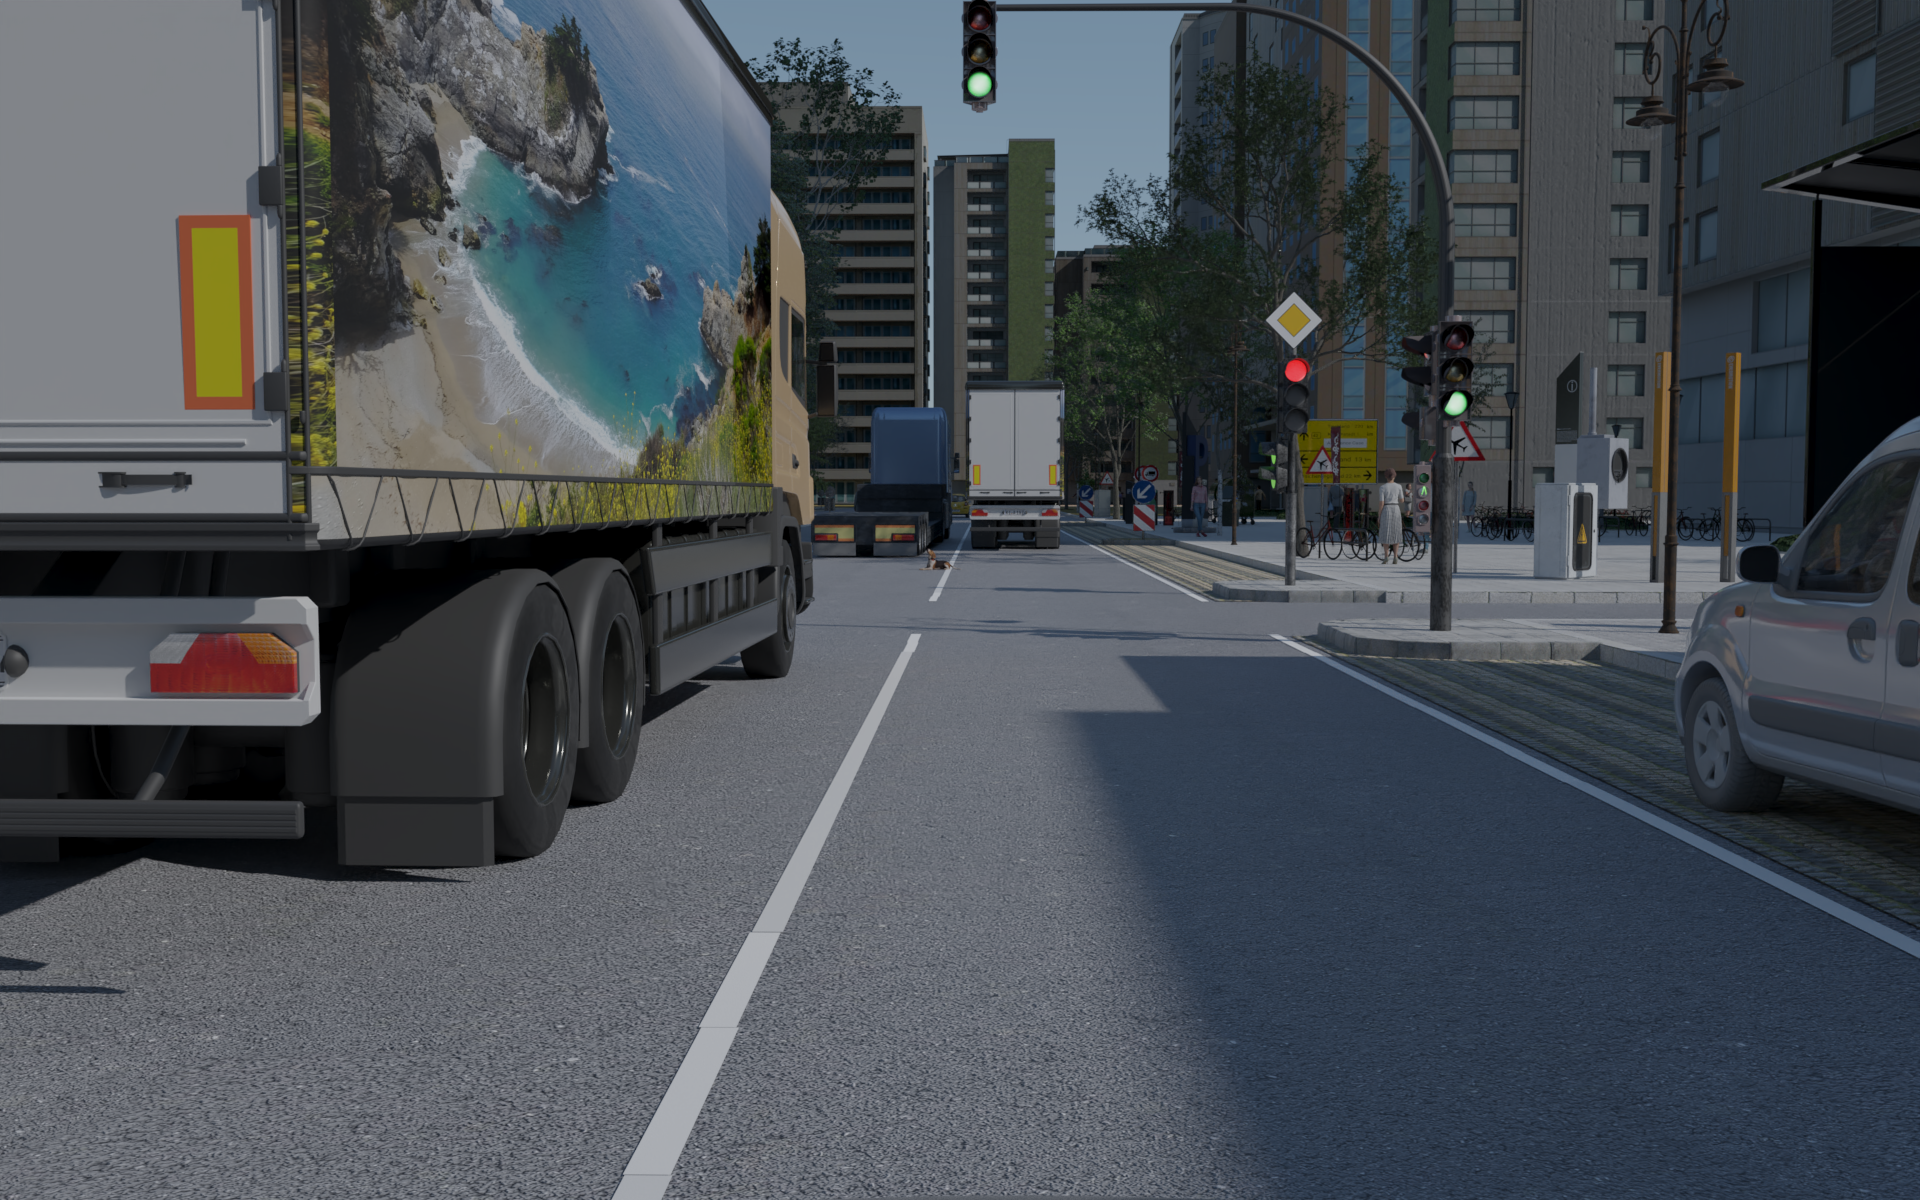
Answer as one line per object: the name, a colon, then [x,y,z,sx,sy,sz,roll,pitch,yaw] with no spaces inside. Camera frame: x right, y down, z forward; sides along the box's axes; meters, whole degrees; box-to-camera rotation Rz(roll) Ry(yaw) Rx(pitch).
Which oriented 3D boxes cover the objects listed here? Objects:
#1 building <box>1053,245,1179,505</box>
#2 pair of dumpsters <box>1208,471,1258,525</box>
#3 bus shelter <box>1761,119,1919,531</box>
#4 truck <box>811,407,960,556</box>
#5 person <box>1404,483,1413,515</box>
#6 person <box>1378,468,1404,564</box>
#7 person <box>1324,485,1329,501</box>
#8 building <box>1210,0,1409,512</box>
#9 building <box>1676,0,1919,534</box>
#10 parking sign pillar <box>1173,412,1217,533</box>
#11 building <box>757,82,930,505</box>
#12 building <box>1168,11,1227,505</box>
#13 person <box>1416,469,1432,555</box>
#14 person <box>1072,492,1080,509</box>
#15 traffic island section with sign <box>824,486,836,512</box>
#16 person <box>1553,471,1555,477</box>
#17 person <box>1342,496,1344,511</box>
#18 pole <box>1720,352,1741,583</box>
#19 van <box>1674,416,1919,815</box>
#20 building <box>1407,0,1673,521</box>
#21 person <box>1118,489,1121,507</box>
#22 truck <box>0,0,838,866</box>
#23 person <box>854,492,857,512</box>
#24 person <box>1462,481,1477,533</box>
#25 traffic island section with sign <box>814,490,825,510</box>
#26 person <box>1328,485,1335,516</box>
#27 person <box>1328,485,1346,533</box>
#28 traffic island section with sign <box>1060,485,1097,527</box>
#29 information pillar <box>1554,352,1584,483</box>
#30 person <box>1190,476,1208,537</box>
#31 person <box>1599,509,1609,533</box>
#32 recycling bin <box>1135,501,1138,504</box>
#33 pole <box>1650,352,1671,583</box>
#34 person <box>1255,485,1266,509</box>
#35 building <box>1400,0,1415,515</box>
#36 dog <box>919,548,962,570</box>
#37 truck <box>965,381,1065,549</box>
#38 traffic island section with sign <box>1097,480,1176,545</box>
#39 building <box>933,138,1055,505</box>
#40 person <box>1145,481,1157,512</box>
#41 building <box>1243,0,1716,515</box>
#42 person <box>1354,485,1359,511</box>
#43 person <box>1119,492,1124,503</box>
building: [17.996,-26.422,203.697,14.107,30.474,14.160,0,4,1]
pair of dumpsters: [11.652,-4.364,73.848,1.574,2.255,4.437,0,4,1]
bus shelter: [6.867,-1.151,10.097,1.731,3.624,6.357,0,4,1]
truck: [-1.793,-3.565,48.040,2.967,4.110,18.799,0,4,2]
person: [20.387,-4.417,78.621,0.532,1.782,0.716,3,5,39]
person: [7.863,-1.533,31.674,0.480,1.755,0.524,0,4,-5]
person: [19.117,-5.159,90.665,0.793,1.790,0.793,-3,5,-40]
building: [30.176,-30.778,153.338,14.600,45.320,14.200,0,4,1]
building: [38.761,-28.179,49.962,27.495,52.752,28.713,0,4,1]
parking sign pillar: [7.807,-4.219,57.448,1.447,3.967,1.447,2,4,30]
building: [-14.610,-35.702,207.435,21.600,48.544,21.300,0,4,1]
building: [39.742,-40.594,205.715,28.212,58.520,21.231,0,4,1]
person: [9.879,-1.829,35.929,0.713,1.824,0.794,-2,4,-23]
person: [10.015,-8.614,146.848,1.348,1.831,0.705,-3,5,-40]
traffic island section with sign: [-7.524,-5.575,99.289,2.006,1.907,1.989,0,4,1]
person: [13.959,-2.110,40.311,0.659,1.850,0.755,2,4,28]
person: [22.992,-5.920,103.547,1.217,1.735,0.721,-2,4,-31]
pole: [11.166,-1.912,25.100,0.158,3.312,0.155,0,3,0]
van: [4.182,0.031,6.502,2.013,2.044,4.112,0,4,1]
building: [30.501,-24.781,88.762,14.154,41.232,14.086,0,4,1]
person: [15.458,-9.969,169.051,0.705,1.823,1.348,-1,4,-15]
truck: [-2.647,-1.298,10.144,2.839,4.237,11.283,0,4,3]
person: [-3.747,-3.555,66.720,0.694,1.812,0.767,-1,4,-9]
person: [16.993,-3.098,57.705,0.512,1.701,0.522,2,4,32]
traffic island section with sign: [-12.319,-8.898,154.116,1.989,1.847,2.006,0,4,1]
person: [14.611,-3.775,67.855,0.616,1.811,0.778,2,4,27]
person: [12.515,-3.128,57.359,0.473,1.802,0.592,-1,4,-16]
traffic island section with sign: [5.444,-4.172,76.841,1.989,1.847,2.006,0,4,1]
information pillar: [10.130,-2.292,28.826,0.183,3.616,0.504,-2,4,-31]
person: [7.137,-2.794,51.735,0.555,1.821,0.388,-1,4,-19]
person: [21.358,-3.160,57.893,0.526,1.800,0.537,0,4,-7]
recycling bin: [9.051,-4.837,91.635,0.722,1.027,0.722,0,3,0]
pole: [10.101,-1.904,24.976,0.158,3.312,0.155,0,3,0]
person: [17.965,-6.008,104.276,1.348,1.823,0.705,-3,4,-36]
building: [28.791,-28.222,111.537,14.600,45.320,14.200,0,4,1]
dog: [-0.371,-0.767,32.739,0.748,0.427,0.550,1,4,13]
truck: [1.602,-3.646,48.525,2.839,4.237,11.283,0,4,3]
traffic island section with sign: [5.034,-2.475,49.092,1.989,1.847,2.006,0,4,1]
building: [3.881,-31.724,202.280,14.086,41.232,14.154,0,4,1]
person: [7.558,-3.828,68.881,0.600,1.795,0.529,0,4,3]
building: [37.103,-33.208,132.197,28.713,52.752,27.495,0,4,1]
person: [20.774,-5.149,90.651,0.576,1.772,0.534,2,4,28]
person: [12.383,-7.655,134.439,0.697,1.427,0.421,-1,4,-22]
